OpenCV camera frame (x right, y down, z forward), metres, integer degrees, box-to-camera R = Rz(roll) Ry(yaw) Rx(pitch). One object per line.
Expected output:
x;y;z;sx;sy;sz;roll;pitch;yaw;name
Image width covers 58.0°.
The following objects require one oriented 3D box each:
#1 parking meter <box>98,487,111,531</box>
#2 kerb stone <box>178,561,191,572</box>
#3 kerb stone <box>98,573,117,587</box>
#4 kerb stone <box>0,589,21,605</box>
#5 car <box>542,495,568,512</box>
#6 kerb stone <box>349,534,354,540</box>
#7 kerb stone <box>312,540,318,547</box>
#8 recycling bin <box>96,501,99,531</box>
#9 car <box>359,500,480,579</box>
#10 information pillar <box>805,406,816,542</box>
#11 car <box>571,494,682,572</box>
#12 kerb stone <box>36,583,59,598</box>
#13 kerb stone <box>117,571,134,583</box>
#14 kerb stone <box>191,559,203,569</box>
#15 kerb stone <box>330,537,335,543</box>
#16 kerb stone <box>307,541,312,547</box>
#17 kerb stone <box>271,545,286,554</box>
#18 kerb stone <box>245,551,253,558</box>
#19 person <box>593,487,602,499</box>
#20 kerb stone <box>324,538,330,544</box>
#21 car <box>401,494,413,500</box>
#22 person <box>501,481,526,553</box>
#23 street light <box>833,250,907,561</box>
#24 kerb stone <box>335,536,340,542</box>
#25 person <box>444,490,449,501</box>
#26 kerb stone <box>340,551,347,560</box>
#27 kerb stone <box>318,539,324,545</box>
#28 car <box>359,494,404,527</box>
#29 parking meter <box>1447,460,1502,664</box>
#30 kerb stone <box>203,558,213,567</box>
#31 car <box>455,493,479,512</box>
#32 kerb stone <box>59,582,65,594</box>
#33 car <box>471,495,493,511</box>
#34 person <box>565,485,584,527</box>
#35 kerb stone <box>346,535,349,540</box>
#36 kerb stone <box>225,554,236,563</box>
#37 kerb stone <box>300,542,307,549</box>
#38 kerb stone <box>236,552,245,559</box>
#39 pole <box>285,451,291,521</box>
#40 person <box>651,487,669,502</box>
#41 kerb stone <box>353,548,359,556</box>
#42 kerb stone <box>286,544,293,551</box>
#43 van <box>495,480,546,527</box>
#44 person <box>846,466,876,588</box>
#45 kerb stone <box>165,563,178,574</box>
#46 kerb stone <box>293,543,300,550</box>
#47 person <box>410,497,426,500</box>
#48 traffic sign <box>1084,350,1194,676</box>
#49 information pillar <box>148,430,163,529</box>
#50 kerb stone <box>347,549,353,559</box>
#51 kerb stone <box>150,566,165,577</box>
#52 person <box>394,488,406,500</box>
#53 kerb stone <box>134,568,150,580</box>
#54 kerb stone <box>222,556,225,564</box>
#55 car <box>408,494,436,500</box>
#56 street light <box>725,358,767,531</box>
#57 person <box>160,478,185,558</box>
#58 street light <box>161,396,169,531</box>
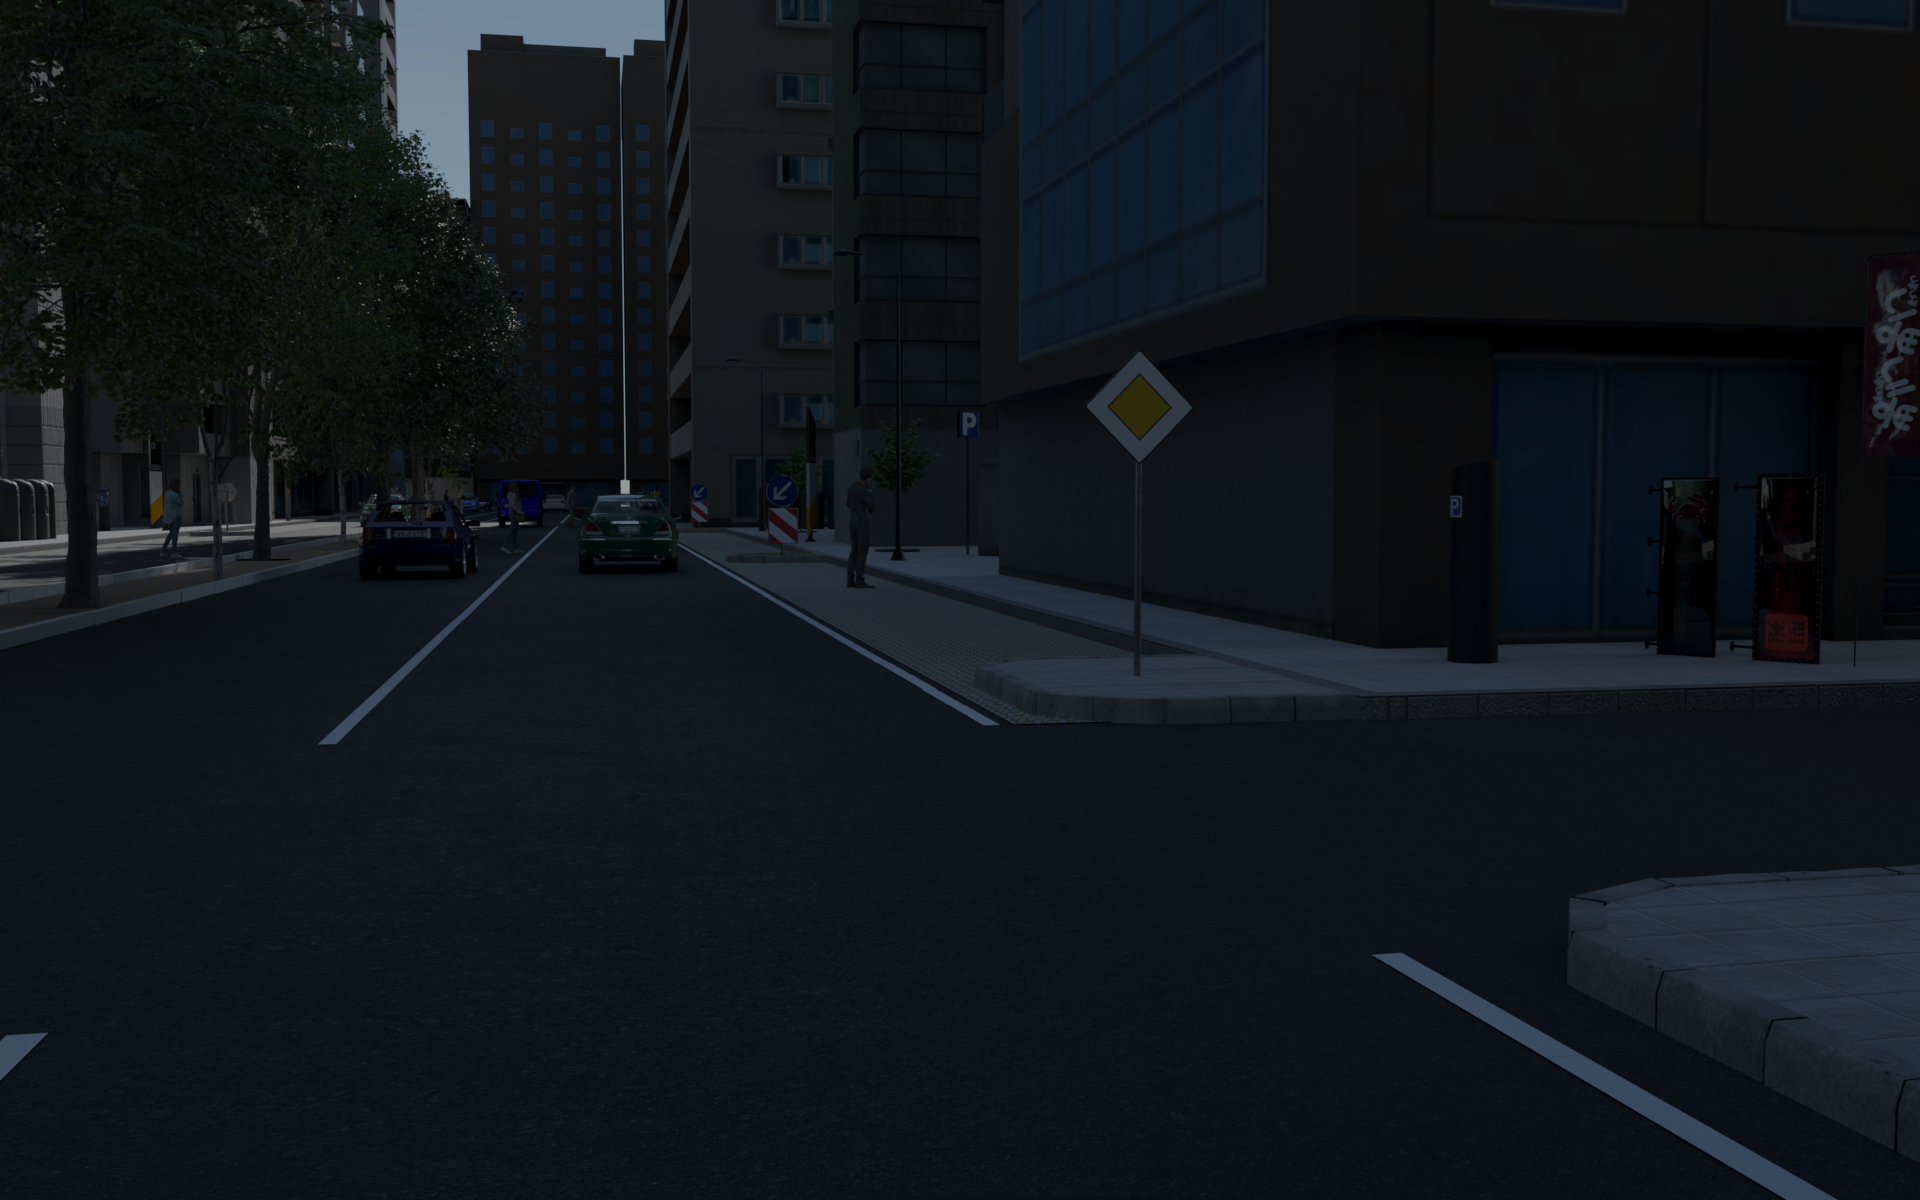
-29.666;-3.157;60.030;0.372;1.533;0.369;0;3;0;parking meter
-14.433;-0.600;32.003;0.120;0.150;1.000;-1;4;-12;kerb stone
-13.376;-0.291;26.983;0.120;0.150;1.000;-1;4;-12;kerb stone
-12.511;-0.047;22.963;0.120;0.150;1.000;-1;4;-12;kerb stone
-32.212;-7.678;137.902;2.083;1.381;4.827;-1;4;-10;car
-19.128;-1.949;54.061;0.120;0.150;1.000;-1;4;-12;kerb stone
-17.637;-1.520;47.047;0.120;0.150;1.000;-1;4;-12;kerb stone
-30.537;-2.971;61.131;0.722;1.027;0.722;-1;4;-17;recycling bin
-9.534;-1.106;30.665;1.945;1.354;3.894;-1;4;-11;car
-4.003;-3.375;46.540;0.183;3.616;0.504;1;4;17;information pillar
-6.386;-1.314;33.280;2.131;1.459;4.920;-1;4;-11;car
-12.724;-0.104;23.964;0.120;0.150;1.000;-1;4;-12;kerb stone
-13.578;-0.353;27.990;0.120;0.150;1.000;-1;4;-12;kerb stone
-14.647;-0.661;33.005;0.120;0.150;1.000;-1;4;-12;kerb stone
-18.277;-1.704;50.054;0.120;0.150;1.000;-1;4;-12;kerb stone
-17.428;-1.459;46.046;0.120;0.150;1.000;-1;4;-12;kerb stone
-16.562;-1.213;42.023;0.120;0.150;1.000;-1;4;-12;kerb stone
-15.709;-0.967;38.015;0.120;0.150;1.000;-1;4;-12;kerb stone
-16.802;-4.368;80.261;0.721;1.781;0.623;-2;4;-27;person
-18.063;-1.643;49.054;0.120;0.150;1.000;-1;4;-12;kerb stone
-38.174;-6.753;119.215;1.959;1.807;4.718;-1;4;-13;car
-10.861;-2.012;41.984;0.643;1.750;0.593;-2;4;-29;person
-1.722;-3.709;33.181;1.470;5.913;1.316;-1;4;-12;street light
-18.478;-1.760;51.057;0.120;0.150;1.000;-1;4;-12;kerb stone
-33.281;-6.288;112.231;0.530;1.710;0.541;-1;4;-15;person
-13.451;-0.932;37.441;0.120;0.150;1.000;-1;4;-12;kerb stone
-17.847;-1.582;48.055;0.120;0.150;1.000;-1;4;-12;kerb stone
-25.747;-4.028;77.660;2.131;1.459;4.920;-1;4;-12;car
3.926;-0.294;13.222;0.372;1.533;0.369;0;3;0;parking meter
-14.860;-0.722;34.011;0.120;0.150;1.000;-1;4;-12;kerb stone
-39.687;-7.945;139.490;1.945;1.707;3.694;-1;4;-12;car
-12.944;-0.164;24.971;0.120;0.150;1.000;-1;4;-12;kerb stone
-40.738;-8.255;147.548;1.945;1.354;3.894;-1;4;-13;car
-16.631;-4.026;74.443;0.853;1.813;0.709;1;4;12;person
-18.919;-1.888;53.057;0.120;0.150;1.000;-1;4;-12;kerb stone
-15.283;-0.839;36.012;0.120;0.150;1.000;-1;4;-12;kerb stone
-17.208;-1.398;45.048;0.120;0.150;1.000;-1;4;-12;kerb stone
-15.504;-0.898;37.010;0.120;0.150;1.000;-1;4;-12;kerb stone
-31.951;-5.411;82.313;0.158;3.312;0.155;0;3;0;pole
-15.597;-4.932;89.234;1.348;1.812;0.705;0;4;8;person
-13.878;-1.055;39.440;0.120;0.150;1.000;-1;4;-12;kerb stone
-16.780;-1.274;43.025;0.120;0.150;1.000;-1;4;-12;kerb stone
-19.438;-4.418;76.619;2.240;2.365;5.245;-1;4;-14;van
-1.474;-1.100;26.287;0.447;1.846;0.655;-2;4;-30;person
-14.221;-0.534;30.999;0.120;0.150;1.000;-1;4;-12;kerb stone
-16.992;-1.336;44.034;0.120;0.150;1.000;-1;4;-12;kerb stone
-29.349;-5.199;94.030;1.217;1.766;0.721;-3;5;-41;person
1.246;-0.520;12.152;0.795;2.450;0.064;-1;4;-12;traffic sign
-29.598;-4.425;63.711;0.183;3.616;0.504;2;4;26;information pillar
-13.661;-0.987;38.441;0.120;0.150;1.000;-1;4;-12;kerb stone
-14.008;-0.477;29.996;0.120;0.150;1.000;-1;4;-12;kerb stone
-28.679;-4.825;88.109;1.217;1.743;0.721;-1;4;-10;person
-13.795;-0.415;28.996;0.120;0.150;1.000;-1;4;-12;kerb stone
-15.070;-0.780;35.012;0.120;0.150;1.000;-1;4;-12;kerb stone
-31.352;-5.544;100.865;2.015;1.641;3.980;-1;4;-10;car
-7.309;-5.306;59.302;1.470;5.913;1.316;-1;4;-12;street light
-17.728;-1.847;38.955;0.793;1.790;0.793;1;4;10;person
-27.365;-5.401;60.841;1.470;5.913;1.316;-1;4;-12;street light
